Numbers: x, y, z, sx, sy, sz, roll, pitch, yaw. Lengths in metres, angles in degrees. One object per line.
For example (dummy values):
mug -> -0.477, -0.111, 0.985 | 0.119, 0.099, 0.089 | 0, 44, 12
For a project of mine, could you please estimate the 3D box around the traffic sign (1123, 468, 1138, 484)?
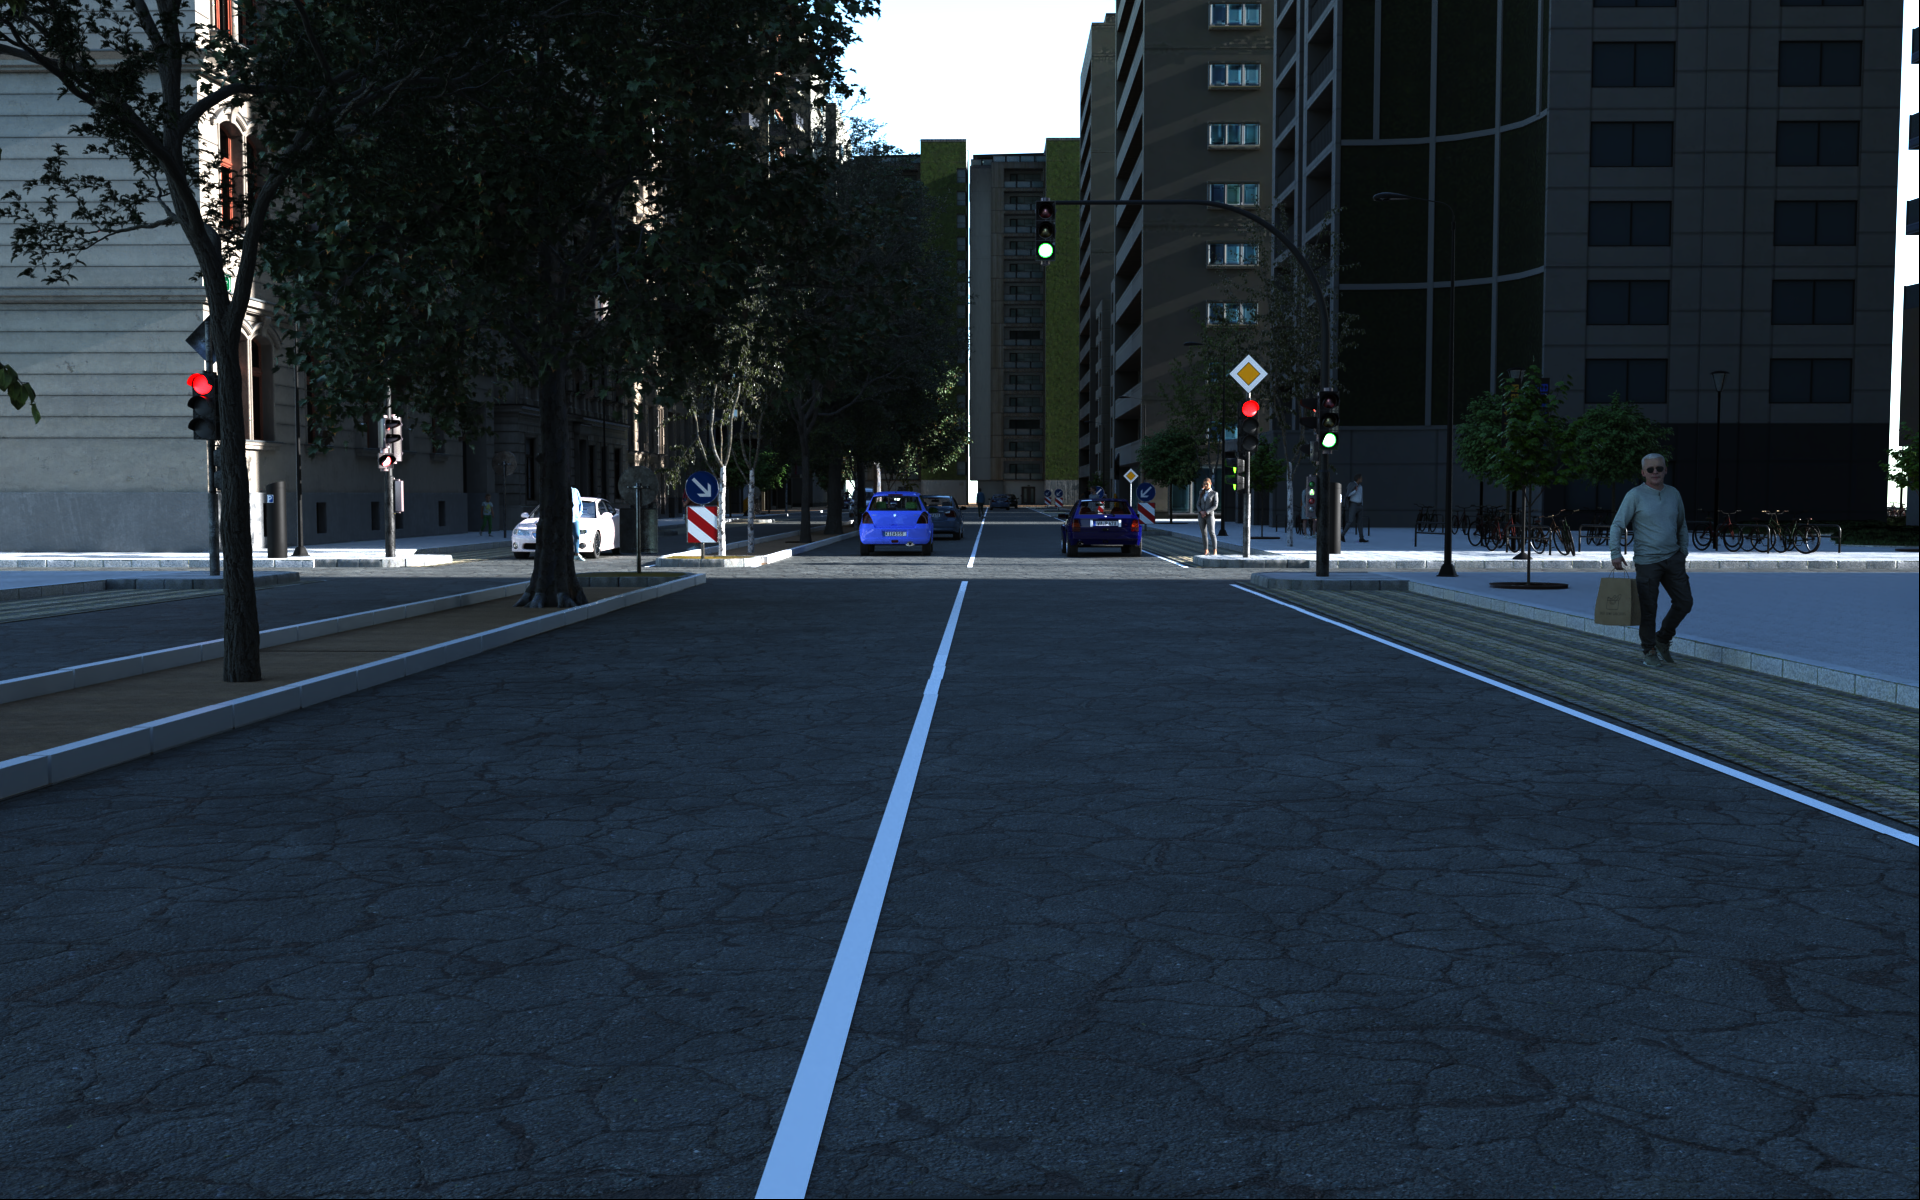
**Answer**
traffic sign -> 8.651, -5.370, 87.531 | 0.795, 2.593, 0.064 | 0, 4, 7

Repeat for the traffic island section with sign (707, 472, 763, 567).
traffic island section with sign -> -5.077, -1.634, 34.854 | 2.006, 1.907, 1.989 | 0, 4, 1

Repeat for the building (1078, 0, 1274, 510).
building -> 23.073, -33.558, 172.369 | 21.300, 48.544, 21.600 | 0, 4, 1

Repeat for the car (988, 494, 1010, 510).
car -> 3.532, -8.741, 154.925 | 2.014, 1.417, 4.499 | 0, 4, 0

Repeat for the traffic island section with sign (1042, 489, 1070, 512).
traffic island section with sign -> 7.665, -7.835, 136.734 | 1.989, 1.847, 2.006 | 0, 4, 1

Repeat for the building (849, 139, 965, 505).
building -> -6.011, -31.745, 202.622 | 14.086, 41.232, 14.154 | 0, 4, 1

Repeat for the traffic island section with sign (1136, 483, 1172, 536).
traffic island section with sign -> 6.273, -3.146, 60.060 | 1.989, 1.847, 2.006 | 0, 4, 1

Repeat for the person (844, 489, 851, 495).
person -> -11.682, -10.584, 179.108 | 1.348, 1.821, 0.705 | -2, 4, -33

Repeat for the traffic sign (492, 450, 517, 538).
traffic sign -> -13.316, -3.089, 50.618 | 0.768, 2.556, 0.104 | 0, 4, 5

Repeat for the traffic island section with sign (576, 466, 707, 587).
traffic island section with sign -> -5.222, -1.181, 27.449 | 2.006, 1.907, 1.989 | 0, 4, 1

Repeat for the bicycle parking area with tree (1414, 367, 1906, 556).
bicycle parking area with tree -> 15.151, -3.226, 39.752 | 8.231, 4.147, 9.016 | 0, 4, 1

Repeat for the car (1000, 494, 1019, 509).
car -> 4.819, -9.850, 170.835 | 2.009, 1.686, 4.222 | 0, 4, 3

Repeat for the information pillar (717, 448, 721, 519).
information pillar -> -12.413, -5.986, 89.228 | 0.183, 3.616, 0.504 | 0, 4, 4

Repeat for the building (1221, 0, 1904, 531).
building -> 22.254, -38.551, 68.556 | 20.563, 71.187, 20.611 | 0, 4, 1

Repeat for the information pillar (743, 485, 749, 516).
information pillar -> -12.411, -6.698, 100.874 | 0.504, 3.616, 0.183 | -1, 4, -17

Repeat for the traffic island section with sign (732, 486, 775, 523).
traffic island section with sign -> -10.358, -4.808, 87.243 | 1.989, 1.847, 2.006 | 0, 4, 1

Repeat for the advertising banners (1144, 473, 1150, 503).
advertising banners -> 8.388, -4.996, 77.875 | 0.090, 3.025, 2.074 | 1, 4, 12

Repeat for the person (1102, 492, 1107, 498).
person -> 9.626, -6.509, 115.656 | 0.628, 1.438, 0.799 | 0, 4, 2

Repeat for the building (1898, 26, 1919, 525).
building -> 34.935, -24.052, 43.367 | 14.200, 45.320, 14.600 | 0, 4, 1

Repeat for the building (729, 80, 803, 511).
building -> -24.768, -30.014, 145.352 | 22.147, 44.769, 28.867 | 0, 4, 1

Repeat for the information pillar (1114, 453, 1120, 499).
information pillar -> 8.978, -6.585, 99.016 | 0.183, 3.616, 0.504 | 2, 4, 31

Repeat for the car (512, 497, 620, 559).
car -> -8.956, -1.691, 40.005 | 2.083, 1.381, 4.827 | 0, 4, 1

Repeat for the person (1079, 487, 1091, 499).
person -> 10.130, -8.048, 137.643 | 1.348, 1.822, 0.705 | 1, 4, 12

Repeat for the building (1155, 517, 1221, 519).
building -> 20.214, -29.030, 98.340 | 21.300, 48.544, 21.600 | 0, 4, 1

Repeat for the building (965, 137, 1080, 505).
building -> 8.062, -31.694, 201.795 | 14.086, 41.232, 14.154 | 0, 4, 1

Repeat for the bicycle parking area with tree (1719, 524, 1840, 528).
bicycle parking area with tree -> 38.719, -5.428, 75.753 | 8.231, 4.147, 9.016 | 1, 4, 11

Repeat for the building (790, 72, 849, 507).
building -> -24.187, -35.612, 205.951 | 21.600, 48.544, 21.300 | 0, 4, 1

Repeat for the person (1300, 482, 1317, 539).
person -> 10.051, -2.626, 49.976 | 0.512, 1.701, 0.522 | -3, 5, -42

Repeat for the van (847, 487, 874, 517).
van -> -5.976, -6.179, 108.044 | 2.013, 2.044, 4.112 | 0, 4, 2

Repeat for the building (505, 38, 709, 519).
building -> -21.052, -18.020, 91.895 | 12.463, 27.353, 25.104 | 0, 4, 1

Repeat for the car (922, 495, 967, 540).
car -> -0.801, -2.651, 55.350 | 2.014, 1.417, 4.499 | 0, 4, 2

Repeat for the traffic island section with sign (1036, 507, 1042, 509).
traffic island section with sign -> 8.157, -9.484, 163.684 | 1.989, 1.847, 2.006 | 0, 4, 1

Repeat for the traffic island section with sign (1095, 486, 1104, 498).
traffic island section with sign -> 6.761, -4.794, 87.011 | 1.989, 1.847, 2.006 | 0, 4, 1

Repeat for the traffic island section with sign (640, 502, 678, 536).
traffic island section with sign -> -10.847, -3.137, 59.915 | 1.989, 1.847, 2.006 | 0, 4, 1

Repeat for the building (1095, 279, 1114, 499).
building -> 26.290, -18.525, 147.929 | 27.650, 21.520, 28.899 | 0, 4, 1

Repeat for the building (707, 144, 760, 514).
building -> -24.864, -41.674, 119.617 | 20.563, 71.187, 20.611 | 0, 4, 1

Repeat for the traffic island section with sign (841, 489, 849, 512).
traffic island section with sign -> -9.449, -7.862, 137.169 | 1.989, 1.847, 2.006 | 0, 4, 1

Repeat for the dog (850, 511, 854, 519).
dog -> -6.025, -4.850, 98.581 | 0.406, 0.507, 0.540 | 0, 4, 5

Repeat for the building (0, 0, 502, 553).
building -> -22.421, -15.960, 48.343 | 14.401, 28.519, 23.554 | 0, 4, 1

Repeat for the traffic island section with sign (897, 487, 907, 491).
traffic island section with sign -> -3.716, -6.229, 109.981 | 2.006, 1.907, 1.989 | 0, 4, 1

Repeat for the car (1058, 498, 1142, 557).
car -> 3.306, -1.730, 40.865 | 1.945, 1.354, 3.894 | 0, 4, 1

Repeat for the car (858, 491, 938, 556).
car -> -1.500, -1.961, 41.659 | 1.945, 1.707, 3.694 | 0, 4, 0

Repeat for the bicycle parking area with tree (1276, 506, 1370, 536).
bicycle parking area with tree -> 14.222, -4.207, 55.792 | 8.231, 4.147, 9.016 | 1, 4, 14

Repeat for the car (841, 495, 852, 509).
car -> -9.571, -8.048, 144.170 | 1.945, 1.354, 3.894 | 0, 4, 2

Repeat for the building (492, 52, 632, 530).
building -> -20.033, -12.559, 69.971 | 10.561, 19.102, 19.286 | 0, 4, 1
